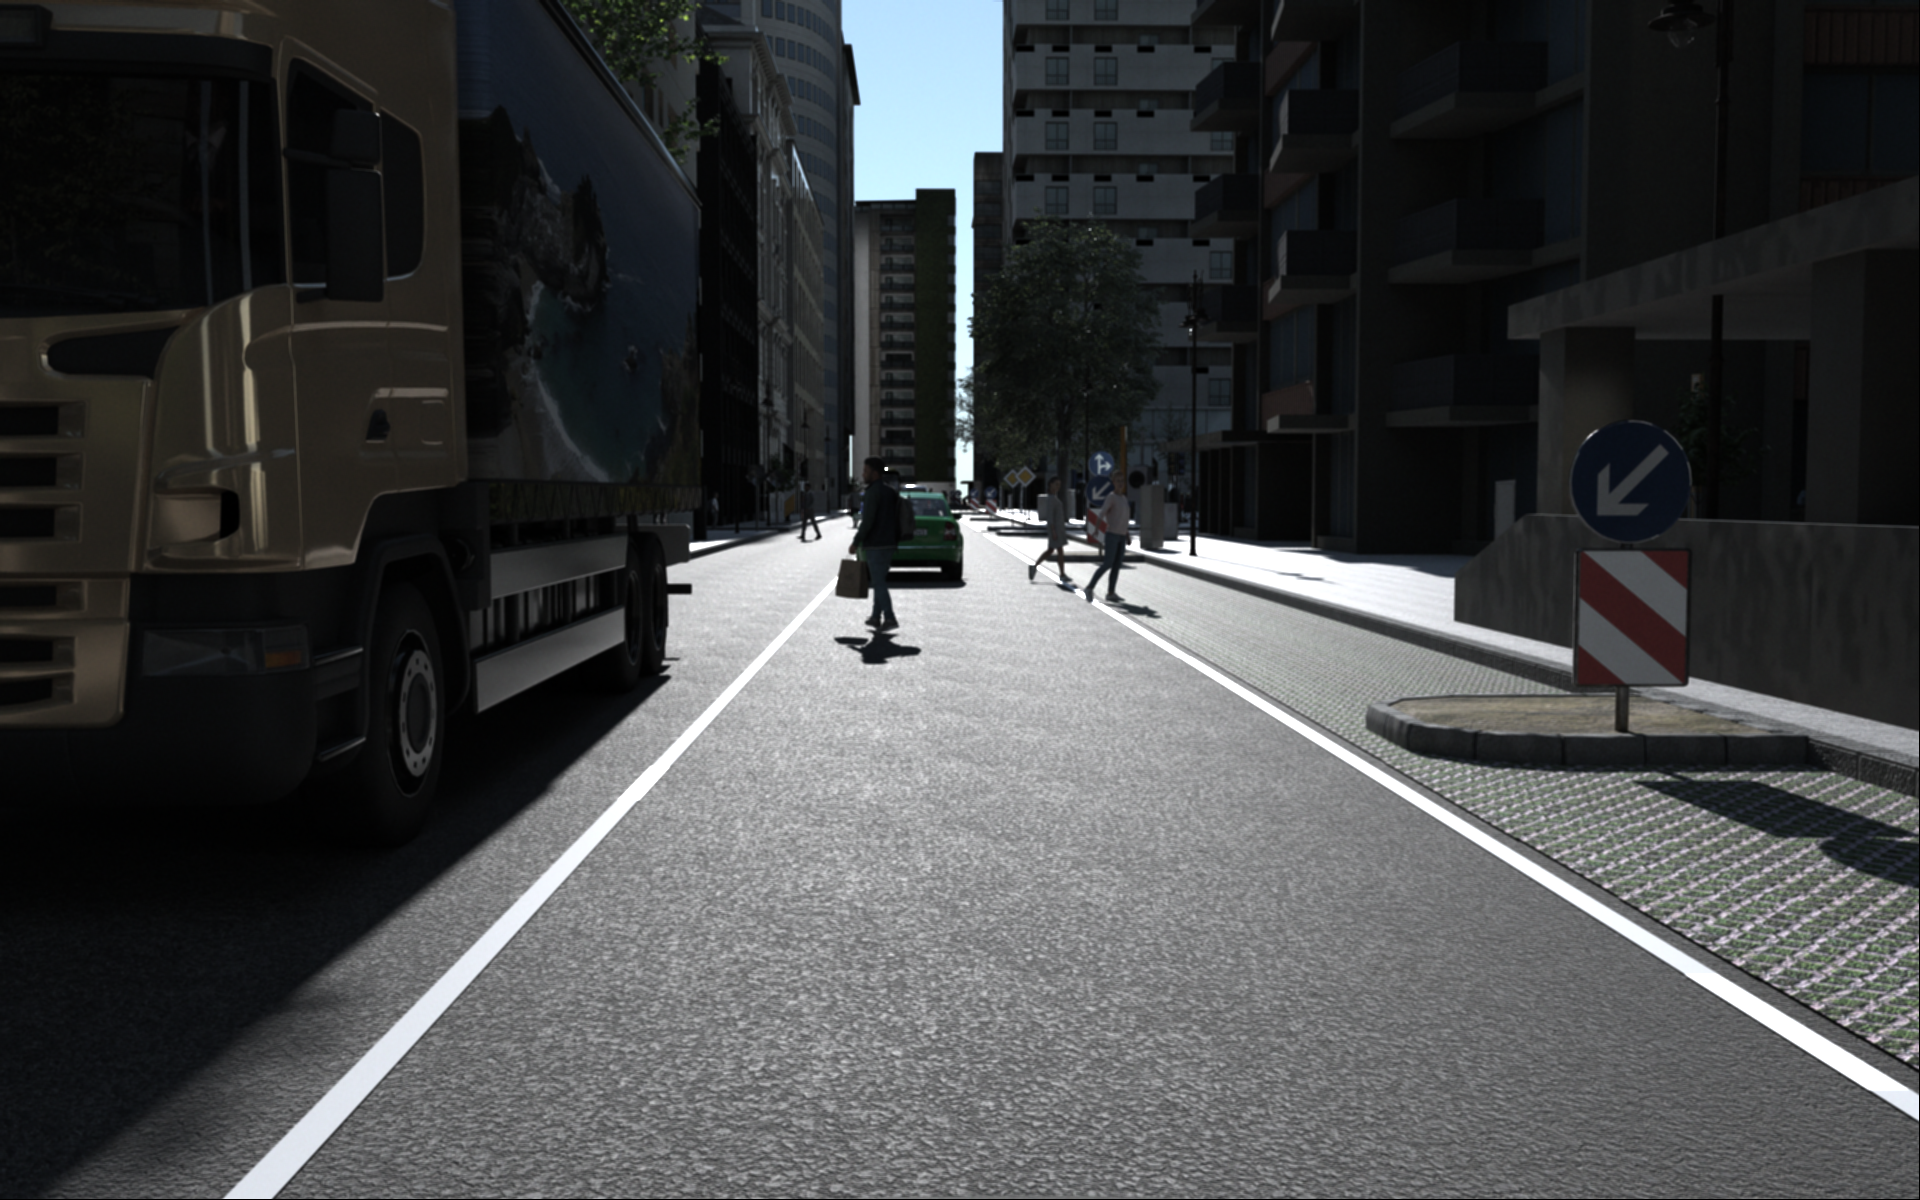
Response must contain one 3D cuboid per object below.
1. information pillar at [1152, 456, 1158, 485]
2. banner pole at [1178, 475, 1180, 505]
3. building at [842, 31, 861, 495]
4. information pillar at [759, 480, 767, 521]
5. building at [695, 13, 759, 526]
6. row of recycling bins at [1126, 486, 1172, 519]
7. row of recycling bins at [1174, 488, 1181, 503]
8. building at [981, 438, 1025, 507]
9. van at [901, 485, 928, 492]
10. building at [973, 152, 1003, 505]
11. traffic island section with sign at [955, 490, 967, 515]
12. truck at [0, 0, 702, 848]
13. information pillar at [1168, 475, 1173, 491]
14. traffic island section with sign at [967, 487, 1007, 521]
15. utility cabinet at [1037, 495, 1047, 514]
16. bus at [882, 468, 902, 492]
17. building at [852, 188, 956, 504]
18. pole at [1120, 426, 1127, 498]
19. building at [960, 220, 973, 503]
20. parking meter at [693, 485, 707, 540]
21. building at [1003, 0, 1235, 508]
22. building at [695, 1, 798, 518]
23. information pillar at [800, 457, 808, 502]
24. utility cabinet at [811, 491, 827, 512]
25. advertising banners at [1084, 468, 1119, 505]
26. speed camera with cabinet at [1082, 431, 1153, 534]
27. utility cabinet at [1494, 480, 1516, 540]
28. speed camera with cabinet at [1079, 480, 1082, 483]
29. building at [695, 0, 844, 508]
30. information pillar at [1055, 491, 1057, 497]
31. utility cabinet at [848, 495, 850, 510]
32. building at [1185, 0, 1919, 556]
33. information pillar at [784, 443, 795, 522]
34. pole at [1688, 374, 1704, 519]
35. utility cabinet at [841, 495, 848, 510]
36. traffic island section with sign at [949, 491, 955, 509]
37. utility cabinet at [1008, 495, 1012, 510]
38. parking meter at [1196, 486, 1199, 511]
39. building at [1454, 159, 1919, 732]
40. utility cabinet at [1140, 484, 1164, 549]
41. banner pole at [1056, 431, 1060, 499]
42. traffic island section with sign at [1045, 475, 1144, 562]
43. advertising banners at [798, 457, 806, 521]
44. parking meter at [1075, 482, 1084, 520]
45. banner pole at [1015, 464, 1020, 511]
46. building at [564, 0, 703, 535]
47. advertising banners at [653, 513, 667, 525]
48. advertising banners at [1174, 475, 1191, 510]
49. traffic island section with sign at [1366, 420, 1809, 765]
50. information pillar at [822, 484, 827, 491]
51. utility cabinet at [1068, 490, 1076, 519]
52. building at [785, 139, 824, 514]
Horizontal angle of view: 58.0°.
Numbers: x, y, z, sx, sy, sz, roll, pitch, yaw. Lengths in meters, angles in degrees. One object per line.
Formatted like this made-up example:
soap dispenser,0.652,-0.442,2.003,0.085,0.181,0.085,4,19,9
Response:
information pillar,12.122,-7.110,107.609,0.183,3.616,0.504,-3,4,-37
banner pole,13.773,-7.265,108.802,0.401,3.779,0.863,1,4,17
building,-25.794,-37.520,202.687,27.495,52.752,28.713,0,4,-1
information pillar,-9.371,-4.779,82.631,0.304,2.012,0.304,2,4,27
building,-15.792,-15.068,76.045,12.332,23.373,15.834,0,4,-1
row of recycling bins,9.007,-5.016,89.121,3.534,1.692,1.069,-1,4,-12
row of recycling bins,13.069,-6.655,115.929,3.534,1.692,1.069,2,4,23
building,13.958,-53.422,186.113,22.319,86.520,31.000,0,4,-1
van,-2.260,-4.828,85.956,2.013,2.044,4.112,0,4,-1
building,8.576,-32.188,209.876,14.154,41.232,14.086,0,4,-1
traffic island section with sign,0.855,-6.824,120.208,1.989,1.847,2.006,0,4,-1
truck,-3.472,-1.313,10.385,2.839,4.237,11.283,0,4,-1
information pillar,17.294,-9.238,142.391,0.183,3.616,0.504,3,5,41
traffic island section with sign,1.515,-5.136,92.596,1.989,1.847,2.006,0,4,-1
utility cabinet,5.334,-6.021,109.609,0.306,1.237,1.020,-3,5,-41
bus,-7.005,-10.659,165.823,2.896,3.916,12.252,0,4,-2
building,-7.617,-33.662,233.960,14.086,41.232,14.154,0,4,-1
pole,4.906,-3.558,52.019,0.158,3.312,0.155,0,3,0
building,14.565,-35.703,238.376,28.867,44.769,22.147,0,4,-1
parking meter,-7.261,-2.442,48.337,0.372,1.533,0.369,0,3,0
building,17.900,-34.789,158.035,28.713,52.752,27.495,0,4,-1
building,-16.572,-18.847,95.531,14.401,28.519,23.554,0,4,-1
information pillar,-9.945,-7.295,110.627,0.504,3.616,0.183,-1,4,-20
utility cabinet,-9.640,-6.744,118.941,1.173,1.500,0.318,0,4,2
advertising banners,8.074,-6.277,98.811,2.074,3.025,0.090,1,4,8
speed camera with cabinet,5.006,-3.677,54.462,2.038,3.252,0.660,2,4,26
utility cabinet,8.488,-1.122,27.028,0.318,1.500,1.173,1,4,18
speed camera with cabinet,7.756,-7.467,116.422,2.038,3.252,0.660,-1,4,-21
building,-21.678,-37.529,155.592,21.231,58.520,28.212,0,4,-1
information pillar,4.969,-5.207,89.627,0.304,2.012,0.304,3,5,44
utility cabinet,-9.103,-7.995,141.884,0.306,1.237,1.020,1,4,15
building,17.824,-23.808,43.879,22.147,44.769,28.867,0,4,-1
information pillar,-7.868,-5.405,79.723,0.504,3.616,0.183,-1,4,-9
pole,12.535,-2.182,29.516,0.158,3.312,0.155,0,3,0
utility cabinet,-9.488,-7.919,140.642,0.306,1.237,1.020,0,4,-1
traffic island section with sign,-0.296,-9.852,169.701,1.989,1.847,2.006,0,4,-1
utility cabinet,4.051,-7.962,141.343,0.306,1.237,1.020,0,4,0
parking meter,16.795,-7.082,121.502,0.399,1.863,0.255,-1,4,-10
building,21.258,-19.440,9.723,32.217,40.220,23.993,0,4,-1
utility cabinet,4.454,-1.931,40.254,0.318,1.500,1.173,1,4,20
banner pole,3.844,-4.793,68.379,0.401,3.779,0.863,1,4,12
traffic island section with sign,2.828,-1.735,36.991,1.989,1.847,2.006,0,4,-1
advertising banners,-7.631,-5.354,83.729,0.090,3.025,2.074,0,4,5
parking meter,5.857,-4.829,84.666,0.399,1.863,0.255,3,4,38
banner pole,4.310,-8.544,129.718,0.401,3.779,0.863,-2,4,-28
building,-22.658,-12.098,42.843,28.899,21.520,27.650,0,4,-1
advertising banners,-6.895,-2.692,40.208,0.090,3.025,2.074,0,4,3
advertising banners,17.819,-8.745,139.164,2.074,3.025,0.090,-3,4,-38
traffic island section with sign,3.463,-0.087,10.044,1.989,1.847,2.006,0,4,-1
information pillar,-10.070,-7.613,128.968,0.304,2.012,0.304,2,4,31
utility cabinet,5.890,-4.912,88.998,0.318,1.500,1.173,2,4,32
building,-20.357,-19.585,124.730,19.350,26.468,34.151,0,4,-1
